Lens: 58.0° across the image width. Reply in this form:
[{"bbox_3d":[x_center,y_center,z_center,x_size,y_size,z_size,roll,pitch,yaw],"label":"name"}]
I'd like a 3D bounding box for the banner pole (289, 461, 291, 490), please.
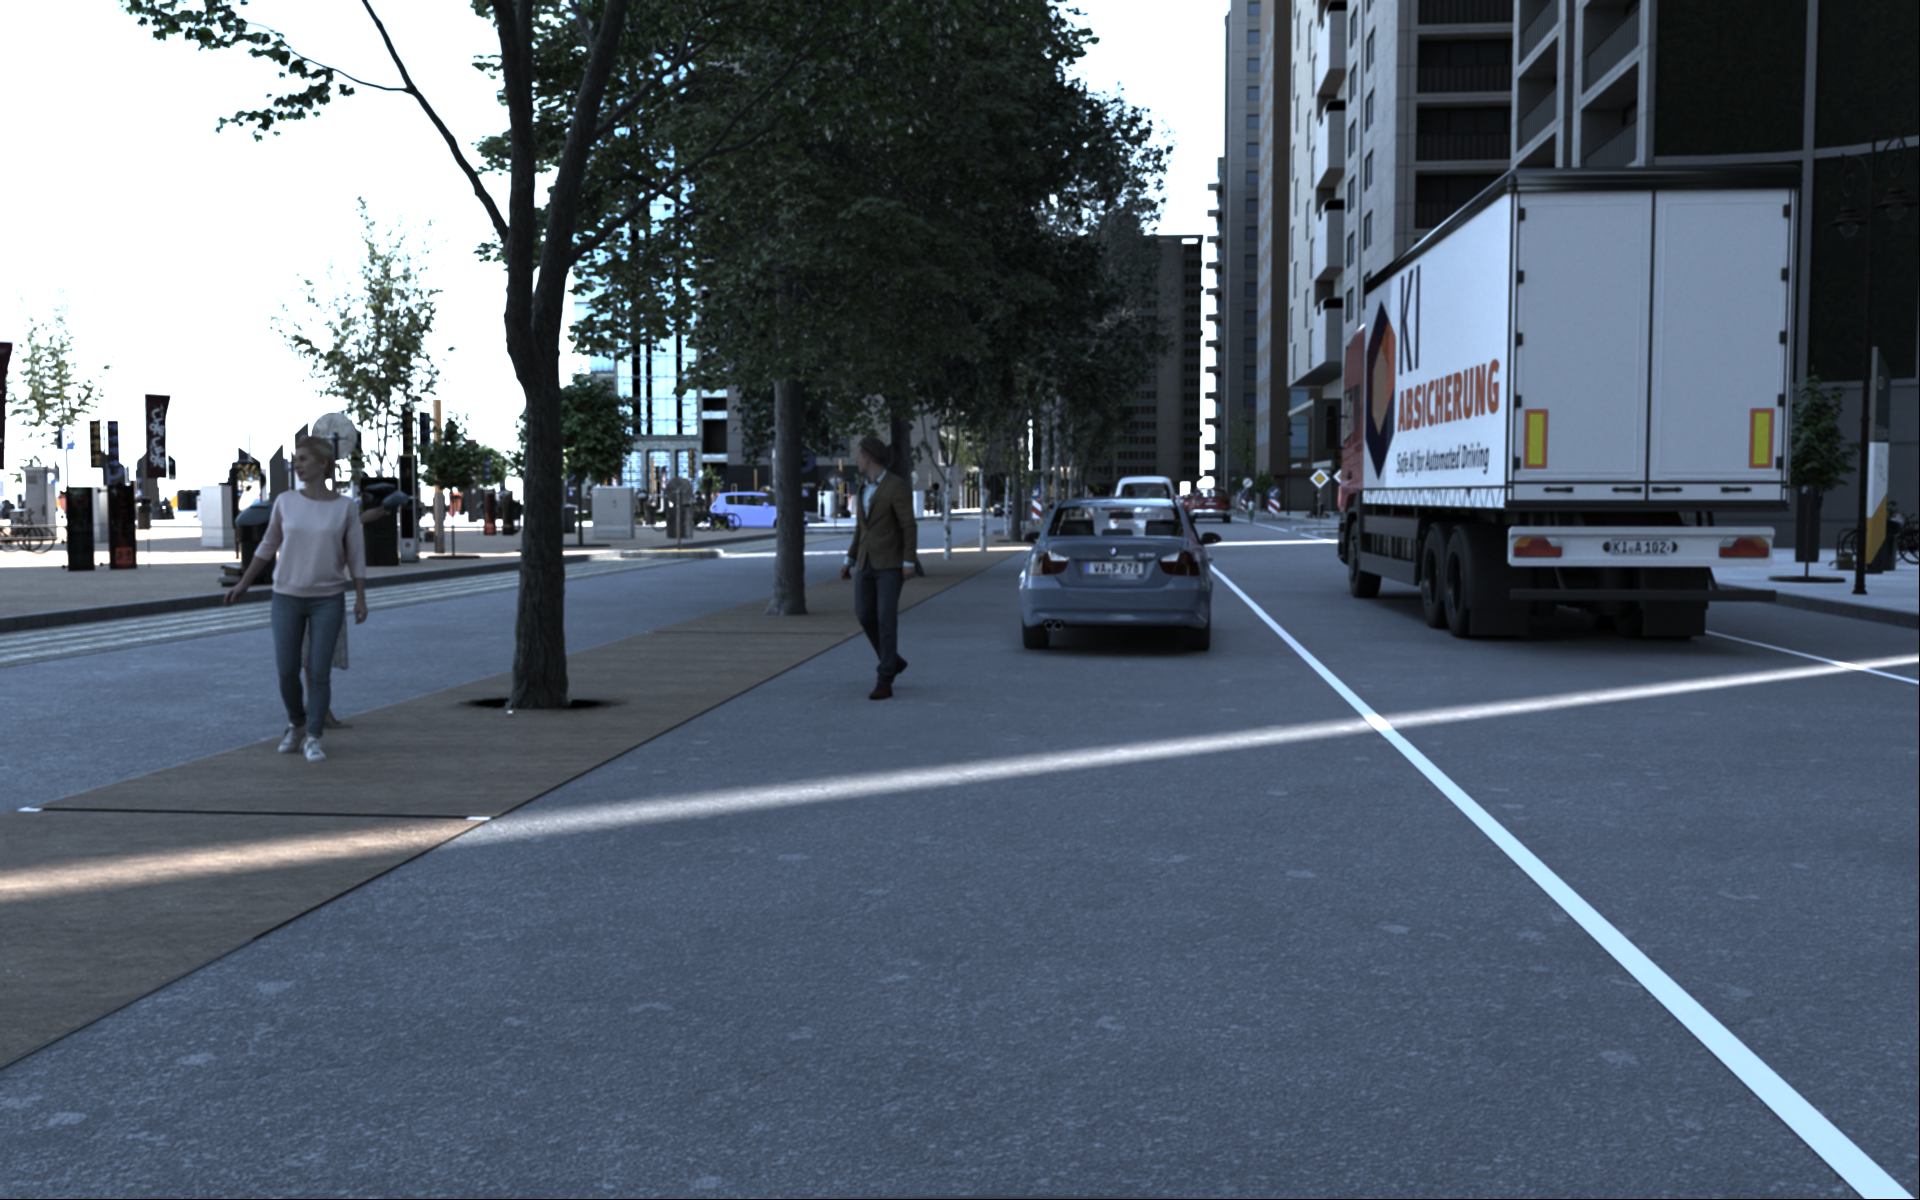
[{"bbox_3d":[-44.942,-7.681,115.595,0.863,3.779,0.401,0,4,2],"label":"banner pole"}]

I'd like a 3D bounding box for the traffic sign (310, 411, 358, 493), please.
[{"bbox_3d":[-9.661,-1.628,26.723,0.768,2.556,0.104,0,4,8],"label":"traffic sign"}]

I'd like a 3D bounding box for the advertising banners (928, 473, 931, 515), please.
[{"bbox_3d":[-1.874,-6.722,106.092,0.090,3.025,2.074,0,4,2],"label":"advertising banners"}]

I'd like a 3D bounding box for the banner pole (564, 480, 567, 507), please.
[{"bbox_3d":[-32.474,-9.258,141.382,0.401,3.779,0.863,3,5,41],"label":"banner pole"}]

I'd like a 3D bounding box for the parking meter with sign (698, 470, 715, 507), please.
[{"bbox_3d":[-18.429,-8.014,127.290,0.543,3.016,1.738,2,4,32],"label":"parking meter with sign"}]

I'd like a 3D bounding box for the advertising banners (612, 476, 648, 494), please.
[{"bbox_3d":[-19.102,-6.319,99.506,2.074,3.025,0.090,-2,4,-27],"label":"advertising banners"}]

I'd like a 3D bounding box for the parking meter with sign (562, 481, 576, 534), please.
[{"bbox_3d":[-13.158,-3.660,56.099,0.543,3.016,1.738,2,4,25],"label":"parking meter with sign"}]

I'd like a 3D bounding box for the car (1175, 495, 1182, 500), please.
[{"bbox_3d":[16.428,-7.372,132.886,2.083,1.381,4.827,0,4,7],"label":"car"}]

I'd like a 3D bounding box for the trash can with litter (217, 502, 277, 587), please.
[{"bbox_3d":[-9.940,-0.792,24.342,0.624,1.170,1.055,0,4,7],"label":"trash can with litter"}]

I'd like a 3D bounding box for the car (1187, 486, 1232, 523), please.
[{"bbox_3d":[12.522,-4.783,86.875,2.281,1.827,5.304,0,4,7],"label":"car"}]

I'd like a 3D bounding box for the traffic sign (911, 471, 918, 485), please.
[{"bbox_3d":[-2.697,-5.885,96.329,0.768,2.556,0.104,1,4,12],"label":"traffic sign"}]

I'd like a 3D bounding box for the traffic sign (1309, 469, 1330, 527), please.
[{"bbox_3d":[14.103,-3.935,67.972,0.795,2.450,0.064,0,4,6],"label":"traffic sign"}]

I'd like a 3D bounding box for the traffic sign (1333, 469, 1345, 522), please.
[{"bbox_3d":[13.308,-3.449,60.027,0.795,2.450,0.064,0,4,6],"label":"traffic sign"}]

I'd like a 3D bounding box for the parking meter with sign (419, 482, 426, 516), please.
[{"bbox_3d":[-31.313,-6.320,99.598,1.738,3.016,0.543,3,5,44],"label":"parking meter with sign"}]

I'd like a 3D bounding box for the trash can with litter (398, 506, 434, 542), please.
[{"bbox_3d":[-14.422,-2.119,46.036,0.624,1.170,1.055,3,5,40],"label":"trash can with litter"}]

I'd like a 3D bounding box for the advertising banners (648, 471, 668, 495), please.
[{"bbox_3d":[-23.294,-8.318,132.191,2.074,3.025,0.090,1,4,9],"label":"advertising banners"}]

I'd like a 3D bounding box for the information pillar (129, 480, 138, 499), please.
[{"bbox_3d":[-41.806,-5.086,87.656,0.304,2.012,0.304,0,4,-3],"label":"information pillar"}]

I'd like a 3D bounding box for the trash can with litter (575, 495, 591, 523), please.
[{"bbox_3d":[-17.538,-3.995,76.381,2.233,1.210,1.678,-2,4,-35],"label":"trash can with litter"}]

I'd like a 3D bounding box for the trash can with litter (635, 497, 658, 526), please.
[{"bbox_3d":[-12.814,-3.613,70.464,1.055,1.170,0.624,1,4,10],"label":"trash can with litter"}]

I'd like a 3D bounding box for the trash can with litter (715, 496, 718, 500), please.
[{"bbox_3d":[-18.499,-7.327,131.178,0.624,1.170,1.055,3,4,37],"label":"trash can with litter"}]

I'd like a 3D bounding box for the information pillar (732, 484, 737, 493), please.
[{"bbox_3d":[-16.580,-7.506,127.214,0.304,2.012,0.304,0,3,0],"label":"information pillar"}]

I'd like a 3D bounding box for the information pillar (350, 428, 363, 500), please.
[{"bbox_3d":[-19.509,-3.952,55.976,0.183,3.616,0.504,2,4,26],"label":"information pillar"}]

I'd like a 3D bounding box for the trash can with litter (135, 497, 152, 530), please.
[{"bbox_3d":[-29.423,-3.108,62.204,0.624,1.170,1.055,-3,4,-39],"label":"trash can with litter"}]

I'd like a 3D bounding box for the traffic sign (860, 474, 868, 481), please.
[{"bbox_3d":[-3.650,-4.044,69.764,0.795,2.450,0.064,0,4,6],"label":"traffic sign"}]

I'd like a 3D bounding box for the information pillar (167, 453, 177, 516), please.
[{"bbox_3d":[-45.263,-6.616,99.519,0.183,3.616,0.504,3,4,39],"label":"information pillar"}]

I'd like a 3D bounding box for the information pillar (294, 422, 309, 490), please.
[{"bbox_3d":[-21.225,-3.951,55.949,0.504,3.616,0.183,0,4,3],"label":"information pillar"}]

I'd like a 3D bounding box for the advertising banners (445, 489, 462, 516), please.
[{"bbox_3d":[-30.193,-6.530,102.960,0.090,3.025,2.074,2,4,31],"label":"advertising banners"}]

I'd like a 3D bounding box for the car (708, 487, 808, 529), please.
[{"bbox_3d":[-7.526,-3.370,64.695,3.694,1.707,1.945,0,4,6],"label":"car"}]

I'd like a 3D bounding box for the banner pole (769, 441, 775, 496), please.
[{"bbox_3d":[-8.865,-5.639,82.217,0.401,3.779,0.863,-3,5,-44],"label":"banner pole"}]

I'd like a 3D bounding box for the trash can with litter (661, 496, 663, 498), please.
[{"bbox_3d":[-19.542,-6.183,112.143,2.233,1.210,1.678,0,4,5],"label":"trash can with litter"}]

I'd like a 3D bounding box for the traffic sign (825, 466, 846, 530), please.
[{"bbox_3d":[-4.446,-3.558,61.819,0.795,2.450,0.064,0,4,6],"label":"traffic sign"}]

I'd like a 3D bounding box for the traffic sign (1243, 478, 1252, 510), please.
[{"bbox_3d":[22.710,-8.364,136.858,0.768,2.556,0.104,1,4,10],"label":"traffic sign"}]

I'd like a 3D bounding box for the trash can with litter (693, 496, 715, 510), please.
[{"bbox_3d":[-14.794,-5.378,99.312,0.624,1.170,1.055,2,4,32],"label":"trash can with litter"}]

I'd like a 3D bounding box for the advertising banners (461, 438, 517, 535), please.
[{"bbox_3d":[-14.664,-3.538,54.031,2.074,3.025,0.090,2,4,29],"label":"advertising banners"}]

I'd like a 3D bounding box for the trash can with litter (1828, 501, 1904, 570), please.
[{"bbox_3d":[15.214,-1.082,29.084,1.055,1.170,0.624,1,4,19],"label":"trash can with litter"}]

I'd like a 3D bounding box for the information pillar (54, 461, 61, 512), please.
[{"bbox_3d":[-64.693,-8.122,124.143,0.504,3.616,0.183,1,4,15],"label":"information pillar"}]

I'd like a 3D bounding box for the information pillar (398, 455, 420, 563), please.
[{"bbox_3d":[-10.277,-1.701,32.296,0.304,2.012,0.304,0,4,-4],"label":"information pillar"}]

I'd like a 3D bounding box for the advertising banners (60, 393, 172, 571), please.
[{"bbox_3d":[-14.324,-2.038,29.502,0.090,3.025,2.074,2,4,31],"label":"advertising banners"}]

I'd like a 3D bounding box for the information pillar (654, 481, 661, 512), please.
[{"bbox_3d":[-16.521,-5.510,94.579,0.304,2.012,0.304,-2,4,-35],"label":"information pillar"}]

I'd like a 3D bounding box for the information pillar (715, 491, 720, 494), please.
[{"bbox_3d":[-19.569,-8.269,139.697,0.304,2.012,0.304,0,4,3],"label":"information pillar"}]

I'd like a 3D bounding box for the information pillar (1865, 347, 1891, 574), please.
[{"bbox_3d":[14.757,-2.231,27.840,0.504,3.616,0.183,-3,4,-36],"label":"information pillar"}]

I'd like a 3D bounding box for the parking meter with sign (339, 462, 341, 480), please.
[{"bbox_3d":[-33.337,-6.077,95.613,1.738,3.016,0.543,-1,4,-14],"label":"parking meter with sign"}]

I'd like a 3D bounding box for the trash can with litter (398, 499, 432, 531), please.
[{"bbox_3d":[-19.131,-3.021,60.452,1.678,1.210,2.233,-1,4,-9],"label":"trash can with litter"}]

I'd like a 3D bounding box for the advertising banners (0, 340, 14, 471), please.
[{"bbox_3d":[-11.627,-1.409,19.229,2.074,3.025,0.090,-2,4,-33],"label":"advertising banners"}]

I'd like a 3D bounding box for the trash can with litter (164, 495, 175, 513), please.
[{"bbox_3d":[-52.984,-6.404,115.755,1.678,1.210,2.233,-2,4,-27],"label":"trash can with litter"}]

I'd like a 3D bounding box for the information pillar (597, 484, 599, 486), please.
[{"bbox_3d":[-26.290,-8.270,126.576,0.504,3.616,0.183,1,4,23],"label":"information pillar"}]

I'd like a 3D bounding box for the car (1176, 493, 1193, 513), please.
[{"bbox_3d":[14.622,-6.115,109.021,2.155,1.783,4.494,0,4,6],"label":"car"}]

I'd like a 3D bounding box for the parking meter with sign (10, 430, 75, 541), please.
[{"bbox_3d":[-25.128,-3.123,47.326,1.738,3.016,0.543,1,4,10],"label":"parking meter with sign"}]

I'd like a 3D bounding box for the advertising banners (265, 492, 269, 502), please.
[{"bbox_3d":[-48.665,-7.630,120.932,2.074,3.025,0.090,2,4,25],"label":"advertising banners"}]

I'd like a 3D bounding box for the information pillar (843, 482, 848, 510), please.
[{"bbox_3d":[-6.823,-6.050,103.404,0.304,2.012,0.304,0,4,-4],"label":"information pillar"}]

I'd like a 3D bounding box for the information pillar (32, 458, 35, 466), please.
[{"bbox_3d":[-57.390,-7.092,107.313,0.183,3.616,0.504,-1,4,-18],"label":"information pillar"}]
